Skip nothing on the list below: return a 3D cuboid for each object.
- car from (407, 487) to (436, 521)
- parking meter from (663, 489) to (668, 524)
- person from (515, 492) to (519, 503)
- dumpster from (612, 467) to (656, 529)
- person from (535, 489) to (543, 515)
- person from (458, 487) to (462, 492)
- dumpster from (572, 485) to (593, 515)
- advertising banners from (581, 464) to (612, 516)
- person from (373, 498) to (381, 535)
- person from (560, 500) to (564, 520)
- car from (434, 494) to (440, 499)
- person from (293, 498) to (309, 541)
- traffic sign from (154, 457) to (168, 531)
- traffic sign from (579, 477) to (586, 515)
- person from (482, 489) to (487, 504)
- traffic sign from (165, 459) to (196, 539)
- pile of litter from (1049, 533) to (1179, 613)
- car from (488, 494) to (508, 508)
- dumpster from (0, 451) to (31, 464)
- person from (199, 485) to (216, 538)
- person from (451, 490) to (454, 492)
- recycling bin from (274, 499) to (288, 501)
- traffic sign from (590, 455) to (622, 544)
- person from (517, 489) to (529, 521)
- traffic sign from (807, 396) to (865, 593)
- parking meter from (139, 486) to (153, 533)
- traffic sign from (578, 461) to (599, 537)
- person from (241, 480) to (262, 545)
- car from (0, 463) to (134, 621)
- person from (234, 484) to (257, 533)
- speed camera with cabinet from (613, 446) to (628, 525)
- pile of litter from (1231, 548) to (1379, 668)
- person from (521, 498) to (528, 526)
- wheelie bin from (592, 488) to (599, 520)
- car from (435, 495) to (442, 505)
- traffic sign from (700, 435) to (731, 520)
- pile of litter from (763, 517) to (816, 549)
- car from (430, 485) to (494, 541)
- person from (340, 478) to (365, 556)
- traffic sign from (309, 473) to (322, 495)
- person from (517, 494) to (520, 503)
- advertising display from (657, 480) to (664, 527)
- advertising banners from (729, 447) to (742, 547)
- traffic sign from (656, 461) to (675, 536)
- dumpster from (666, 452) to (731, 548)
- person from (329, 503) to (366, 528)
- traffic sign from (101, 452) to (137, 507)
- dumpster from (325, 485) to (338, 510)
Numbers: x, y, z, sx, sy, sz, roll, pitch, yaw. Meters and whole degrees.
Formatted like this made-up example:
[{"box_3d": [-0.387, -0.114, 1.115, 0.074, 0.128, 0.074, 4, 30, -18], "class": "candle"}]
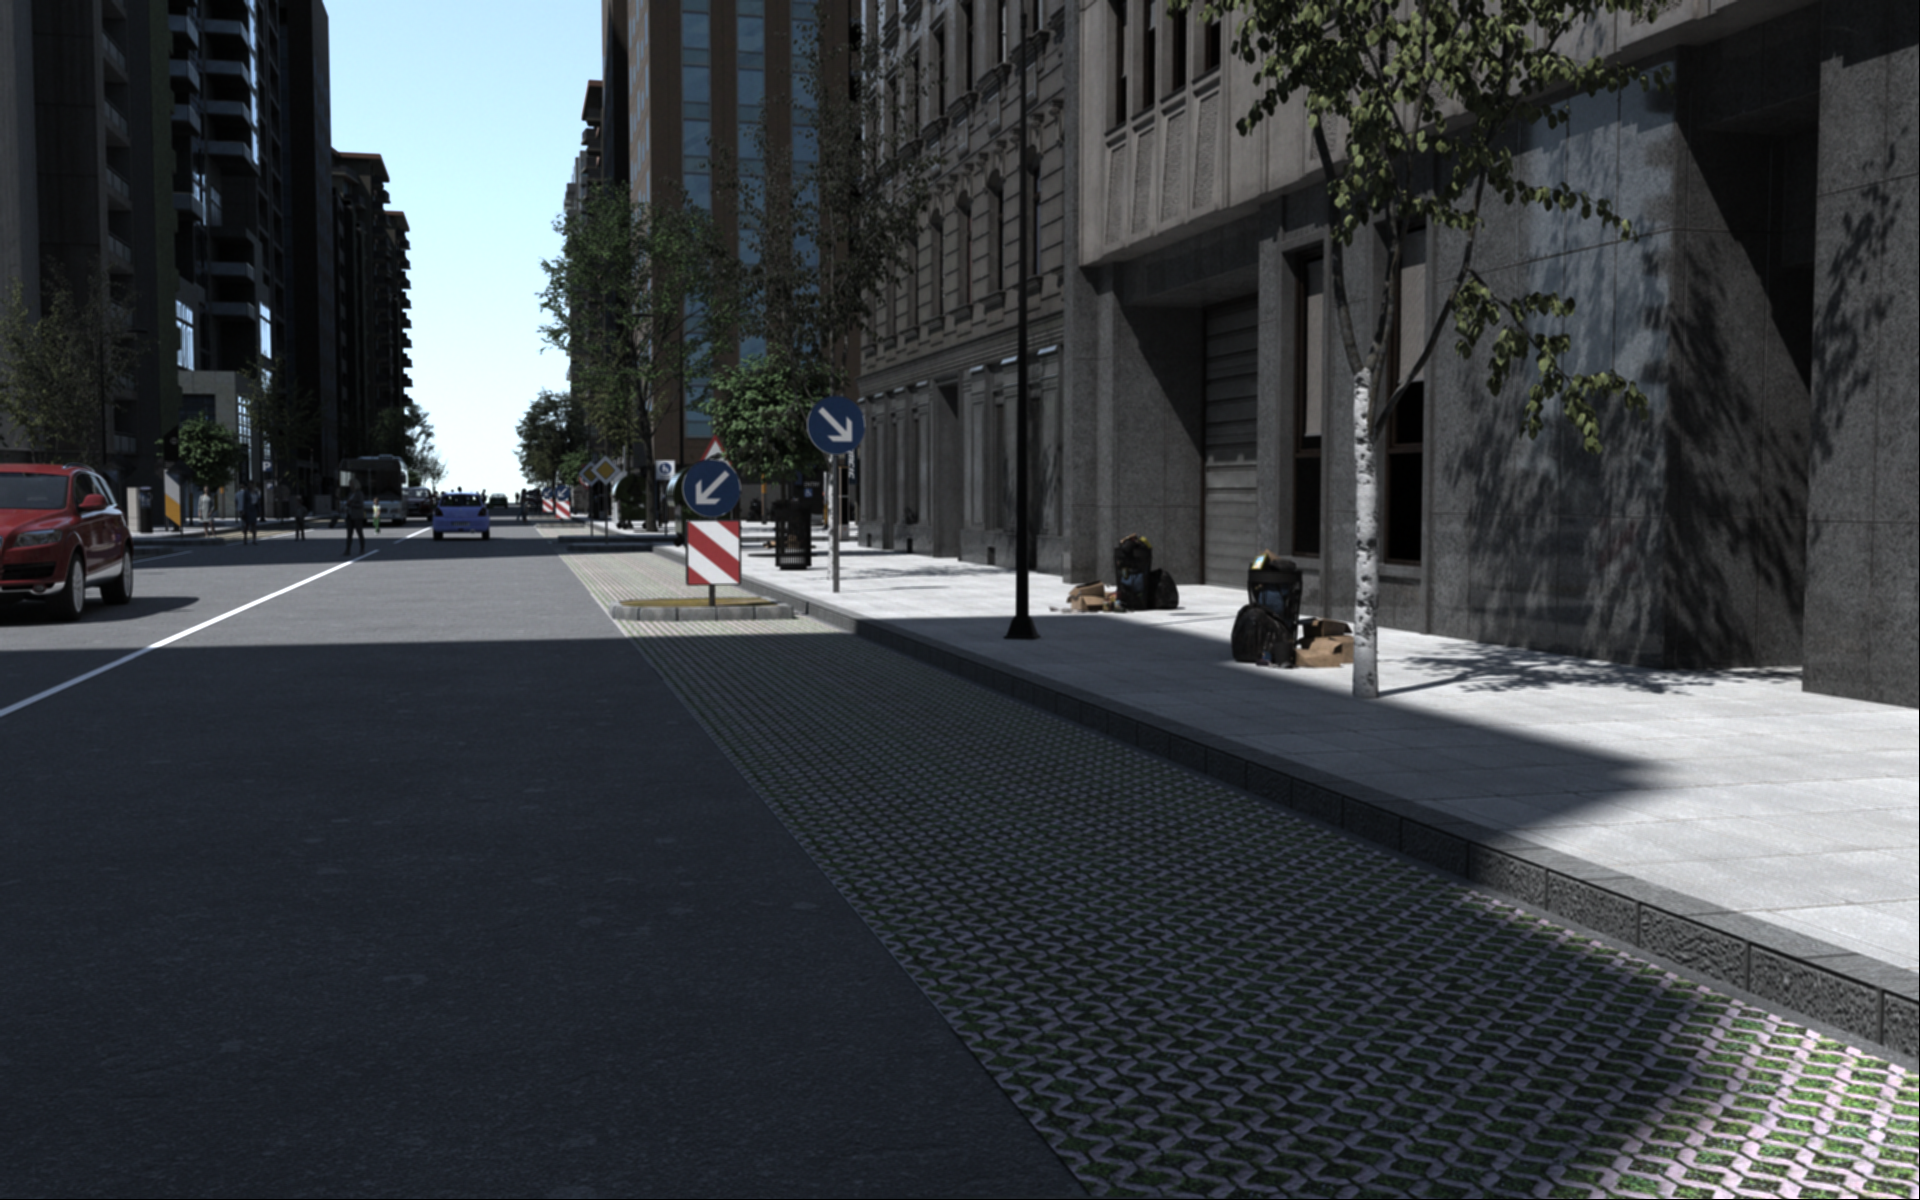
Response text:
[{"box_3d": [-29.083, -5.120, 92.377, 2.281, 1.827, 5.304, -1, 4, -14], "class": "car"}, {"box_3d": [-12.920, -4.106, 75.551, 0.372, 1.533, 0.369, 0, 3, 0], "class": "parking meter"}, {"box_3d": [-68.140, -15.727, 266.454, 0.721, 1.723, 1.217, 1, 4, 11], "class": "person"}, {"box_3d": [-11.919, -3.725, 63.401, 1.502, 2.255, 1.985, -1, 4, -15], "class": "dumpster"}, {"box_3d": [-28.387, -6.575, 116.599, 0.593, 1.750, 0.643, -3, 4, -36], "class": "person"}, {"box_3d": [-25.068, -4.793, 87.055, 0.721, 1.800, 0.419, -2, 4, -27], "class": "person"}, {"box_3d": [-23.346, -6.216, 107.393, 1.264, 1.857, 1.865, -1, 4, -15], "class": "dumpster"}, {"box_3d": [-20.871, -6.369, 100.317, 2.074, 3.025, 0.090, 0, 4, -7], "class": "advertising banners"}, {"box_3d": [-20.395, -2.927, 60.611, 0.306, 1.304, 0.590, 0, 4, 2], "class": "person"}, {"box_3d": [-21.805, -4.998, 94.885, 0.362, 1.253, 0.373, 3, 5, 41], "class": "person"}, {"box_3d": [-65.157, -12.513, 214.815, 2.015, 1.641, 3.980, -1, 4, -14], "class": "car"}, {"box_3d": [-20.273, -2.476, 53.249, 0.475, 1.303, 0.640, -1, 4, -11], "class": "person"}, {"box_3d": [-27.278, -3.632, 59.491, 0.768, 2.556, 0.104, 0, 4, -6], "class": "traffic sign"}, {"box_3d": [-22.726, -6.422, 105.102, 0.768, 2.556, 0.104, -1, 4, -13], "class": "traffic sign"}, {"box_3d": [-39.437, -8.290, 143.901, 0.599, 1.838, 0.709, -1, 4, -13], "class": "person"}, {"box_3d": [-22.091, -2.782, 49.120, 0.795, 2.450, 0.064, -1, 4, -15], "class": "traffic sign"}, {"box_3d": [1.722, -0.325, 19.272, 1.719, 0.858, 1.176, -2, 4, -23], "class": "pile of litter"}, {"box_3d": [-46.201, -10.064, 173.334, 1.959, 1.807, 4.718, -1, 4, -15], "class": "car"}, {"box_3d": [-21.682, -2.244, 39.186, 1.502, 2.255, 1.985, -1, 4, -15], "class": "dumpster"}, {"box_3d": [-23.361, -2.707, 53.767, 0.512, 1.701, 0.522, -1, 4, -14], "class": "person"}, {"box_3d": [-44.298, -8.735, 151.313, 0.705, 1.824, 1.348, -2, 4, -28], "class": "person"}, {"box_3d": [-38.512, -5.229, 98.049, 0.722, 1.027, 0.722, -3, 5, -41], "class": "recycling bin"}, {"box_3d": [-9.042, -2.483, 44.243, 0.795, 2.450, 0.064, -1, 4, -15], "class": "traffic sign"}, {"box_3d": [-23.376, -5.088, 92.529, 0.643, 1.720, 0.563, -1, 4, -8], "class": "person"}, {"box_3d": [-1.612, -1.370, 22.501, 0.768, 2.556, 0.104, -1, 4, -14], "class": "traffic sign"}, {"box_3d": [-26.711, -2.962, 56.839, 0.372, 1.533, 0.369, 0, 3, 0], "class": "parking meter"}, {"box_3d": [-11.060, -2.956, 51.970, 0.795, 2.450, 0.064, -1, 4, -15], "class": "traffic sign"}, {"box_3d": [-20.048, -2.473, 48.965, 0.581, 1.822, 0.654, -3, 4, -37], "class": "person"}, {"box_3d": [-11.403, -0.747, 20.882, 2.281, 1.827, 5.304, -1, 4, -16], "class": "car"}, {"box_3d": [-26.136, -3.340, 63.292, 0.721, 1.800, 0.419, 0, 4, 3], "class": "person"}, {"box_3d": [-14.011, -4.719, 71.493, 0.660, 3.252, 2.038, -1, 4, -10], "class": "speed camera with cabinet"}, {"box_3d": [2.707, 0.028, 13.511, 1.176, 0.858, 1.719, 3, 4, 37], "class": "pile of litter"}, {"box_3d": [-19.734, -3.997, 78.538, 0.352, 1.250, 0.332, 0, 4, 8], "class": "person"}, {"box_3d": [-18.174, -4.855, 87.285, 0.693, 1.594, 0.980, -1, 4, -10], "class": "wheelie bin"}, {"box_3d": [-50.283, -9.520, 168.232, 1.945, 1.354, 3.894, -1, 4, -16], "class": "car"}, {"box_3d": [-5.360, -2.323, 37.993, 0.884, 2.594, 0.081, -1, 4, -9], "class": "traffic sign"}, {"box_3d": [-4.064, -1.672, 41.303, 1.176, 0.858, 1.719, -1, 4, -20], "class": "pile of litter"}, {"box_3d": [-15.739, -2.760, 54.714, 1.945, 1.707, 3.694, -1, 4, -15], "class": "car"}, {"box_3d": [-14.099, -1.933, 40.286, 0.537, 1.800, 0.526, 3, 5, 40], "class": "person"}, {"box_3d": [-39.520, -6.493, 106.261, 0.768, 2.556, 0.104, -1, 4, -11], "class": "traffic sign"}, {"box_3d": [-70.988, -16.444, 278.279, 0.530, 1.710, 0.541, -3, 5, -43], "class": "person"}, {"box_3d": [-11.619, -3.788, 67.146, 0.123, 1.923, 0.974, 0, 4, -1], "class": "advertising display"}, {"box_3d": [-5.133, -2.647, 39.472, 0.090, 3.025, 2.074, 0, 4, -1], "class": "advertising banners"}, {"box_3d": [-8.948, -3.089, 52.633, 0.606, 2.300, 0.079, -1, 4, -14], "class": "traffic sign"}, {"box_3d": [-6.186, -2.383, 41.459, 1.502, 2.255, 1.985, -1, 4, -15], "class": "dumpster"}, {"box_3d": [-25.773, -3.922, 72.841, 1.509, 1.804, 0.699, -2, 4, -27], "class": "person"}, {"box_3d": [-20.073, -2.309, 41.393, 0.795, 2.450, 0.064, -1, 4, -15], "class": "traffic sign"}, {"box_3d": [-41.508, -6.685, 115.062, 1.264, 1.857, 1.865, -1, 4, -14], "class": "dumpster"}]
